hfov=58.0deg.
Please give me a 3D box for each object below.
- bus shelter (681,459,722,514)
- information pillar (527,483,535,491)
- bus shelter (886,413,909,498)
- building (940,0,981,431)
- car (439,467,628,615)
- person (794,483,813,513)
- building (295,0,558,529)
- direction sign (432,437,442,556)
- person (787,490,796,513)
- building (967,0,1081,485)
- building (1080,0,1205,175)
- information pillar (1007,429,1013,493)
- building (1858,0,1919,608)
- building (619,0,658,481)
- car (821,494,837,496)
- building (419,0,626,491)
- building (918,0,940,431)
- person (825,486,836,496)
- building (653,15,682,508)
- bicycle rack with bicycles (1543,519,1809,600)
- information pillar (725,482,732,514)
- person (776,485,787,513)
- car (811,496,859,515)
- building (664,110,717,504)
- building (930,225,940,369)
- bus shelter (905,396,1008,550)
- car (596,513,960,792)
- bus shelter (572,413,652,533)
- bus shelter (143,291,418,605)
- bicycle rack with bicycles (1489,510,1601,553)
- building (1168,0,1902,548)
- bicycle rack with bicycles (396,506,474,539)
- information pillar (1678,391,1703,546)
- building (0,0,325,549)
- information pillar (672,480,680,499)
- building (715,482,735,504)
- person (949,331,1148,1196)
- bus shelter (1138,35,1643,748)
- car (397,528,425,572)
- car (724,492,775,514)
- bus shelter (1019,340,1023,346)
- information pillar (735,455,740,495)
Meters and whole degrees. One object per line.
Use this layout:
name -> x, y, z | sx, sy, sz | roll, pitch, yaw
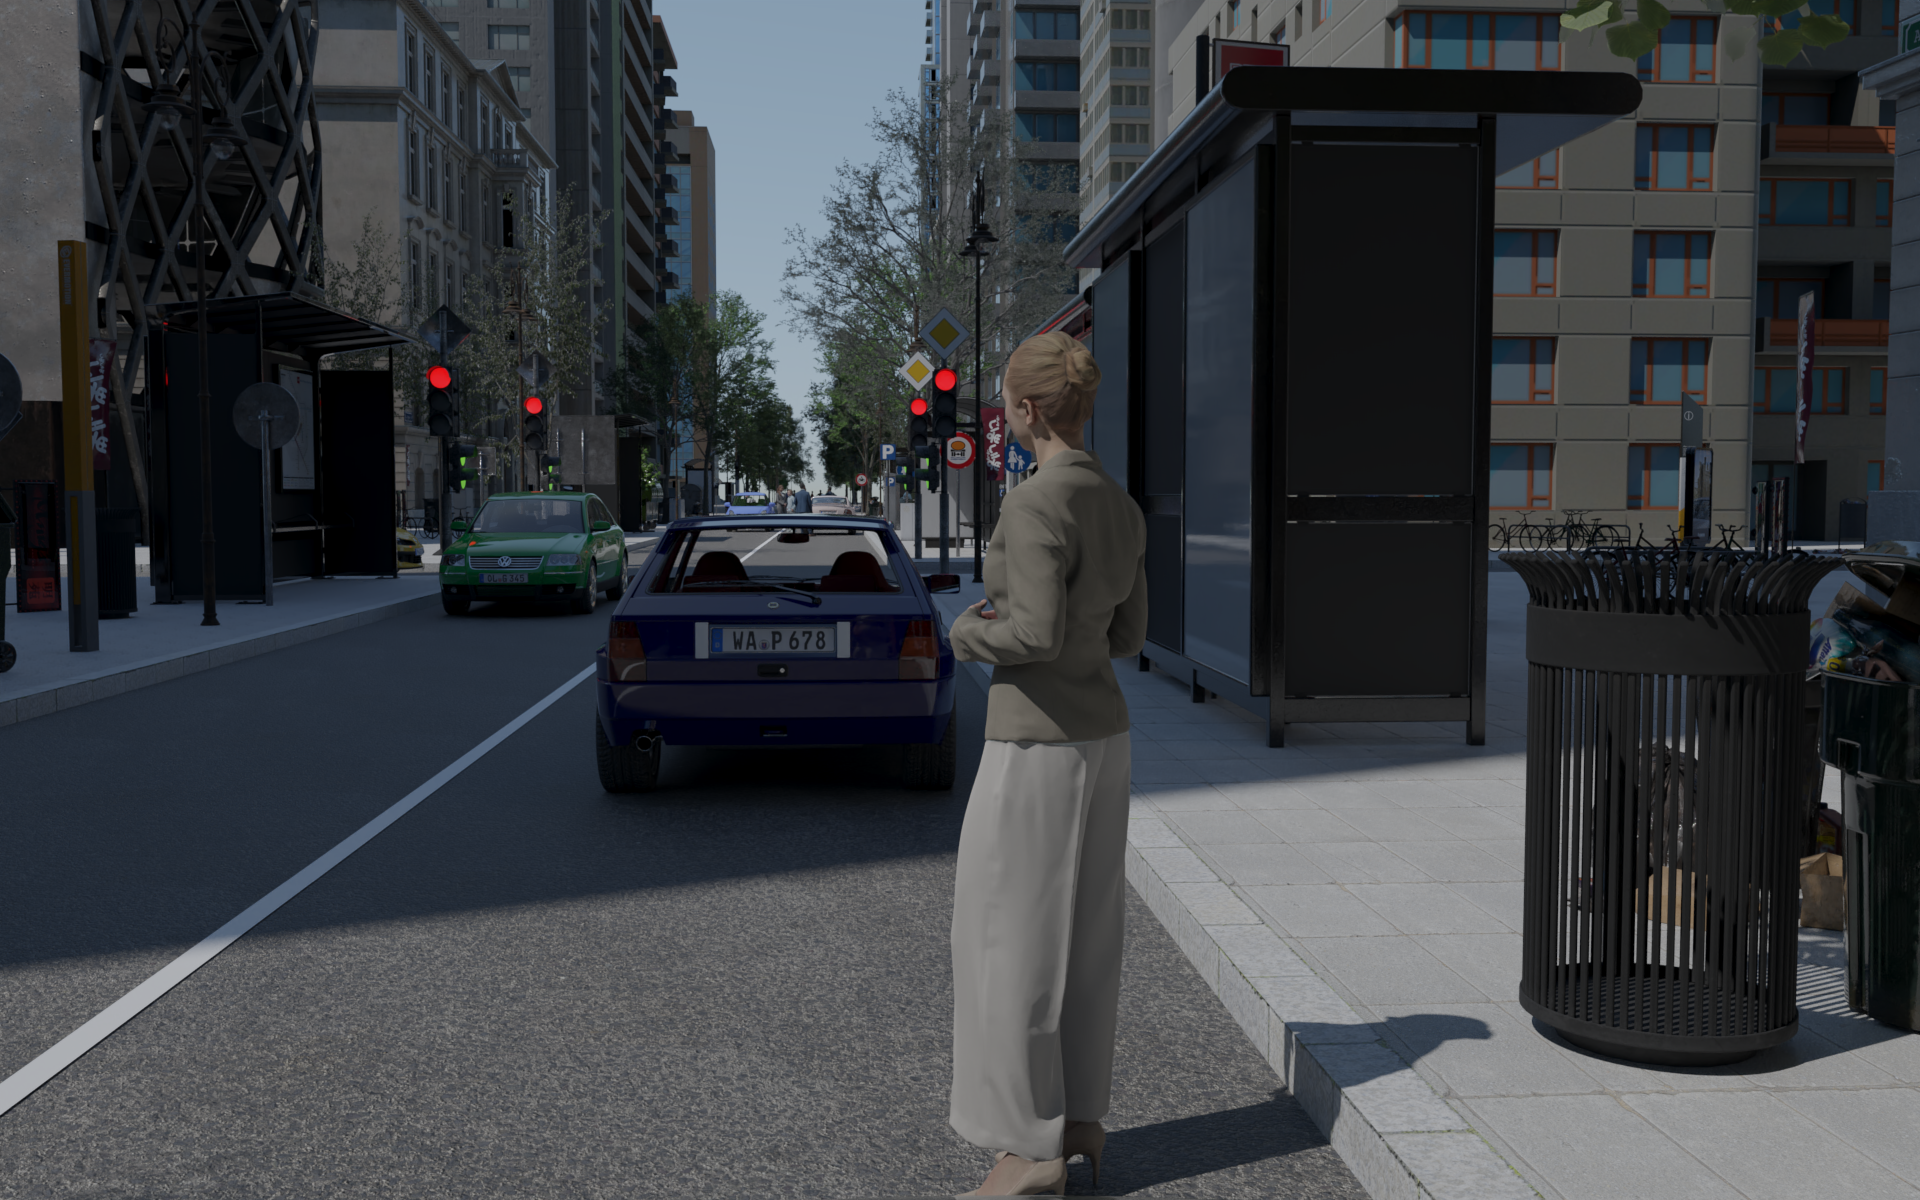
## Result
bus shelter -> -15.132, -6.589, 101.650 | 2.014, 3.302, 5.546 | 0, 4, -4
information pillar -> -18.460, -4.298, 74.760 | 0.304, 2.012, 0.304 | 1, 4, 12
bus shelter -> -2.579, -6.373, 81.830 | 2.179, 5.291, 8.768 | 0, 4, -4
building -> 8.584, -37.973, 162.851 | 21.231, 58.520, 28.212 | 0, 4, -4
car -> -5.338, -0.810, 22.035 | 1.959, 1.807, 4.718 | 0, 4, -3
person -> -5.232, -3.034, 58.286 | 0.721, 1.800, 0.419 | 0, 4, 6
building -> -26.730, -15.929, 79.531 | 14.460, 24.649, 34.723 | 0, 4, -4
direction sign -> -10.842, -2.699, 36.125 | 0.379, 3.537, 0.876 | -1, 4, -14
person -> -6.409, -3.384, 65.637 | 0.330, 1.601, 0.589 | -2, 4, -27
building -> 12.222, -31.464, 134.048 | 23.786, 49.044, 30.456 | 0, 4, -4
building -> 19.842, -24.876, 98.609 | 32.217, 40.220, 23.993 | 0, 4, -4
information pillar -> 1.739, -4.201, 60.041 | 0.183, 3.616, 0.504 | 1, 4, 21
building -> 16.766, -13.443, 7.183 | 14.401, 28.519, 23.554 | 0, 4, -4
building -> -34.970, -31.044, 131.269 | 21.300, 48.544, 21.600 | 0, 4, -4
car -> -10.311, -7.612, 136.258 | 2.131, 1.459, 4.920 | 0, 4, -3
building -> -30.086, -26.324, 113.993 | 14.154, 41.232, 14.086 | 0, 4, -4
building -> 2.818, -57.474, 252.371 | 22.319, 86.520, 31.000 | 0, 4, -4
person -> -6.745, -4.939, 89.244 | 0.794, 1.824, 0.713 | 1, 4, 13
building -> -37.095, -30.695, 156.483 | 22.147, 44.769, 28.867 | 0, 4, -4
bicycle rack with bicycles -> 8.836, -0.469, 21.053 | 2.925, 0.926, 2.852 | 1, 4, 12
information pillar -> -13.867, -6.066, 103.672 | 0.304, 2.012, 0.304 | -3, 5, -39
person -> -7.007, -3.683, 68.996 | 0.573, 1.790, 0.520 | 2, 4, 28
car -> -4.640, -3.030, 61.897 | 2.083, 1.381, 4.827 | 0, 4, -3
building -> -36.364, -34.003, 206.051 | 14.600, 45.320, 14.200 | 0, 4, -4
building -> 8.897, -32.650, 225.704 | 32.217, 40.220, 23.993 | 0, 4, -4
bus shelter -> -0.111, -2.732, 38.587 | 2.014, 3.302, 5.546 | 0, 4, -4
car -> -0.943, 0.176, 9.698 | 1.945, 1.354, 3.894 | 0, 4, -3
bus shelter -> -10.668, -3.804, 53.484 | 1.731, 3.624, 6.357 | 0, 4, -4
bus shelter -> -8.828, -1.950, 23.158 | 1.731, 3.624, 6.357 | 0, 4, -4
bicycle rack with bicycles -> 13.249, -1.483, 37.628 | 2.852, 0.926, 2.925 | -2, 4, -25
building -> 23.508, -12.835, 54.892 | 28.899, 21.520, 27.650 | 0, 4, -4
bicycle rack with bicycles -> -14.901, -2.242, 50.045 | 2.852, 0.926, 2.925 | -3, 5, -43
information pillar -> 16.624, -2.941, 39.435 | 0.504, 3.616, 0.183 | 0, 4, -2
building -> -26.919, -11.036, 47.897 | 16.820, 18.784, 16.811 | 0, 4, -4
information pillar -> -15.022, -5.327, 91.580 | 0.304, 2.012, 0.304 | 1, 4, 21
building -> -49.015, -34.083, 249.138 | 32.217, 40.220, 23.993 | 0, 4, -4
person -> 0.161, 0.334, 3.582 | 0.362, 1.759, 0.519 | 2, 4, 33
bus shelter -> 2.050, -2.157, 12.899 | 2.179, 5.291, 8.768 | 0, 4, -4
car -> -11.124, -1.162, 29.224 | 3.980, 1.641, 2.015 | 0, 4, -3
car -> -8.045, -3.485, 66.577 | 1.945, 1.707, 3.694 | 0, 4, -3
bus shelter -> 1.995, -2.698, 21.743 | 2.179, 5.291, 8.768 | 0, 4, -4
information pillar -> -13.232, -6.825, 102.951 | 0.183, 3.616, 0.504 | -2, 4, -32
